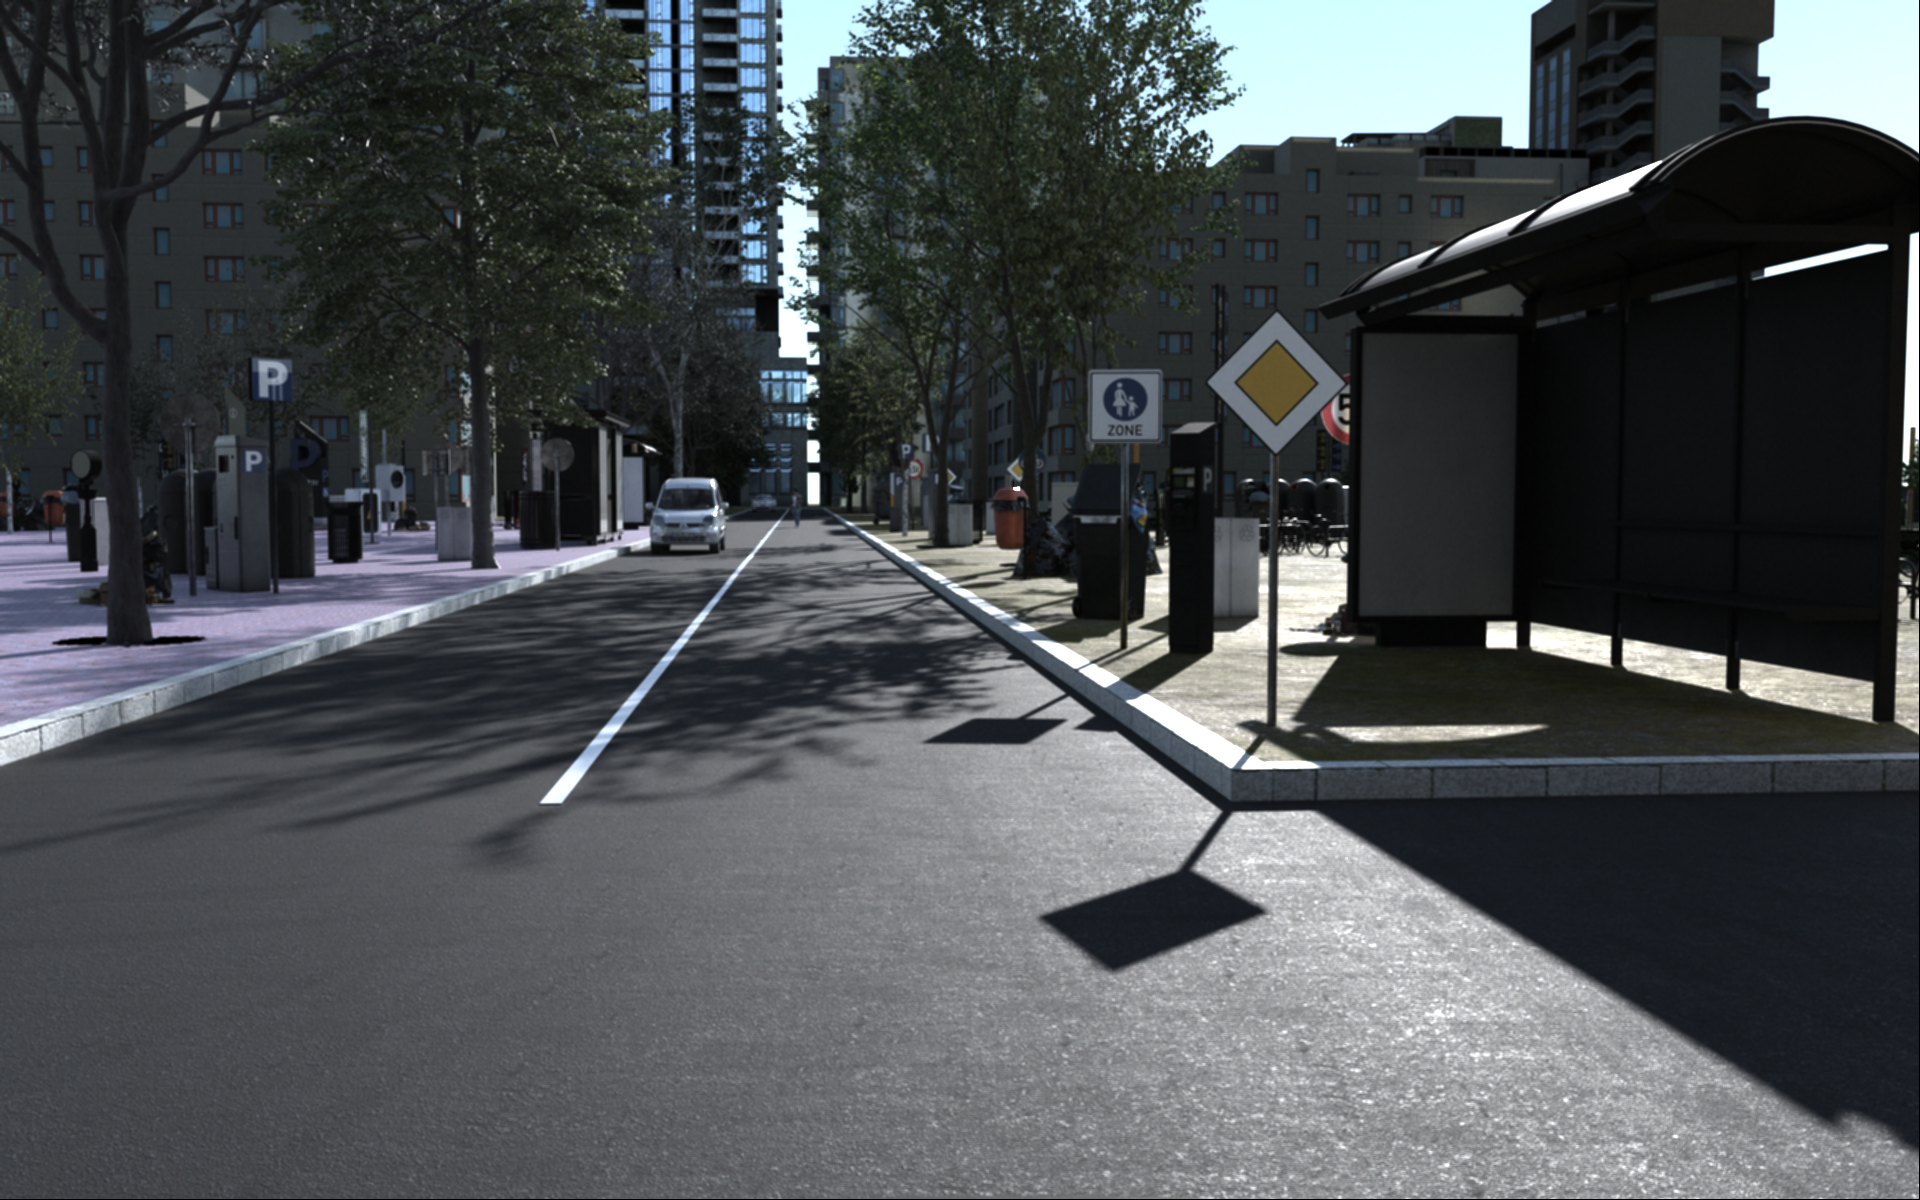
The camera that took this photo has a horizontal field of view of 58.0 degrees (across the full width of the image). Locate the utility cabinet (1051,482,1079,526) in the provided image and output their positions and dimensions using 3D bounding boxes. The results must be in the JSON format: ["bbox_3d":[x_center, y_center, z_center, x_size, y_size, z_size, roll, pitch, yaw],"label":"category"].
[{"bbox_3d":[2.213,-1.444,32.287,0.318,1.500,1.173,-3,4,-39],"label":"utility cabinet"}]

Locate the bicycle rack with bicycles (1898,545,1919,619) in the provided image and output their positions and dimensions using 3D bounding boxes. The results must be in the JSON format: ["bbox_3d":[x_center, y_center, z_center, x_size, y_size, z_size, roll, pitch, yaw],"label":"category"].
[{"bbox_3d":[8.708,-0.310,18.449,2.852,0.926,2.925,-1,4,-20],"label":"bicycle rack with bicycles"}]

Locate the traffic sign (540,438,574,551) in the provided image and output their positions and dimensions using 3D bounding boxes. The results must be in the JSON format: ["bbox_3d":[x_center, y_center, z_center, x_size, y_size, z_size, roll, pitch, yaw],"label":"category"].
[{"bbox_3d":[-9.144,-2.398,39.318,0.768,2.556,0.104,0,4,-1],"label":"traffic sign"}]

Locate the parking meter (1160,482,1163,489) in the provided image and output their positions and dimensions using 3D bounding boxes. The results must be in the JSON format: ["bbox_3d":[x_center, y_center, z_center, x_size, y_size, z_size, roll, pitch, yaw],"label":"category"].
[{"bbox_3d":[9.456,-4.574,80.496,0.255,1.863,0.399,2,4,31],"label":"parking meter"}]

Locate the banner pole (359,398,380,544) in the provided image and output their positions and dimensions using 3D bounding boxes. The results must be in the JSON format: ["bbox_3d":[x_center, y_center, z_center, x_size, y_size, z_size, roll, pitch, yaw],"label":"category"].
[{"bbox_3d":[-15.438,-3.368,45.091,0.401,3.779,0.863,-3,5,-43],"label":"banner pole"}]

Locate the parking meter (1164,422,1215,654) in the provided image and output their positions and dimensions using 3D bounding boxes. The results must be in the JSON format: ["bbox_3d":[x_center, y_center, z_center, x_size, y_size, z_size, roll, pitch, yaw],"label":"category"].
[{"bbox_3d":[1.876,-0.508,14.015,0.255,1.863,0.399,2,4,32],"label":"parking meter"}]

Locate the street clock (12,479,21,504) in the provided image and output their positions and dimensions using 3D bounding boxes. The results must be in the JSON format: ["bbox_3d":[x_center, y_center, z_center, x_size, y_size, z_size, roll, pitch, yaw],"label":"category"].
[{"bbox_3d":[-39.705,-4.180,72.905,0.358,2.002,0.471,-1,4,-16],"label":"street clock"}]

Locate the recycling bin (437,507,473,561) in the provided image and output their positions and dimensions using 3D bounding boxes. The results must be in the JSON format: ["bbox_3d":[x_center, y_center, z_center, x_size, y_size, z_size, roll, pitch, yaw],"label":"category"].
[{"bbox_3d":[-9.657,-1.287,33.590,0.722,1.027,0.722,1,4,9],"label":"recycling bin"}]

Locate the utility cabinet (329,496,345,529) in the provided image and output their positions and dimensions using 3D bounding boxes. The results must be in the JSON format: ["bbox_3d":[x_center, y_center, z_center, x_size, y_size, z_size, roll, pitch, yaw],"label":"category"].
[{"bbox_3d":[-23.143,-3.267,64.571,1.020,1.237,0.306,2,4,26],"label":"utility cabinet"}]

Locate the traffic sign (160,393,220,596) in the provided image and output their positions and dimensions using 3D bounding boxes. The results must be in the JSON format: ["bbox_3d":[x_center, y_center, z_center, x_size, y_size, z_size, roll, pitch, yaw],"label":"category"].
[{"bbox_3d":[-9.691,-1.327,21.808,0.768,2.556,0.104,0,4,1],"label":"traffic sign"}]

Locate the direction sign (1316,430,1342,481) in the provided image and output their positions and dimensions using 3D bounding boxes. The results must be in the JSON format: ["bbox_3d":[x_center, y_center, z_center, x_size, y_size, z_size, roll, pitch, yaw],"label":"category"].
[{"bbox_3d":[12.944,-4.209,60.817,0.876,3.537,0.379,0,4,-1],"label":"direction sign"}]

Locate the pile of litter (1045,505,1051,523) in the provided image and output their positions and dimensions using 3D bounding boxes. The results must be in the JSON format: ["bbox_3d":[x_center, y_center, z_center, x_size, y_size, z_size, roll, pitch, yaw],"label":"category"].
[{"bbox_3d":[4.095,-3.531,71.702,1.176,0.858,1.719,2,4,34],"label":"pile of litter"}]

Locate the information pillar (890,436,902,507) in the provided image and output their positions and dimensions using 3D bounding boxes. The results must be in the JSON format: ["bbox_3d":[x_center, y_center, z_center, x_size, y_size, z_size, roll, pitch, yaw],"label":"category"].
[{"bbox_3d":[-2.470,-4.660,67.549,0.504,3.616,0.183,-1,4,-17],"label":"information pillar"}]

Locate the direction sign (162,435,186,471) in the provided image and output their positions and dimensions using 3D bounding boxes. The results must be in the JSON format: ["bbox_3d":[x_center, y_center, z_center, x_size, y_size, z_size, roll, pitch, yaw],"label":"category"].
[{"bbox_3d":[-26.195,-4.035,57.973,0.876,3.537,0.379,-1,4,-21],"label":"direction sign"}]

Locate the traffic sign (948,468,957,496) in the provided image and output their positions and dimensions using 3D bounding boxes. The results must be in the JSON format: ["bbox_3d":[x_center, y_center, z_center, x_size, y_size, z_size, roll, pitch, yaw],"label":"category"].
[{"bbox_3d":[-0.531,-4.636,76.988,0.795,2.450,0.064,0,4,-4],"label":"traffic sign"}]

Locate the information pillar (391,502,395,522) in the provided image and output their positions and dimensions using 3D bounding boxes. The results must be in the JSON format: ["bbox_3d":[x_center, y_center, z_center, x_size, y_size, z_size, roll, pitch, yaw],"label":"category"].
[{"bbox_3d":[-26.435,-4.646,80.447,0.304,2.012,0.304,-3,5,-41],"label":"information pillar"}]

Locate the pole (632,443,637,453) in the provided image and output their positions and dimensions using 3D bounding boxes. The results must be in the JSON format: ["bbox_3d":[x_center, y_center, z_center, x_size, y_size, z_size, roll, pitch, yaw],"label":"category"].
[{"bbox_3d":[-12.780,-4.539,68.054,0.158,3.312,0.155,0,3,0],"label":"pole"}]

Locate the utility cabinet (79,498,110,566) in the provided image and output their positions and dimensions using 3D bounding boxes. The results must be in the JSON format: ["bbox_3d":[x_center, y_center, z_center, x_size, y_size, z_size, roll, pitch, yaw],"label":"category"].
[{"bbox_3d":[-15.392,-1.228,31.234,0.306,1.237,1.020,1,4,10],"label":"utility cabinet"}]

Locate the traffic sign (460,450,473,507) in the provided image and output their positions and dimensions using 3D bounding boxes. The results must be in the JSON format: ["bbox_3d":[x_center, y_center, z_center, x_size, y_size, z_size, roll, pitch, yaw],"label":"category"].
[{"bbox_3d":[-12.874,-2.787,45.673,0.768,2.556,0.104,0,4,-1],"label":"traffic sign"}]

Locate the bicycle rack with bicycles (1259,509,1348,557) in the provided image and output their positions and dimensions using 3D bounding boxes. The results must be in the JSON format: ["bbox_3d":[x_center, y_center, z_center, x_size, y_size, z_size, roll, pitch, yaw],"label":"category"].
[{"bbox_3d":[7.259,-1.425,36.681,2.852,0.926,2.925,3,5,44],"label":"bicycle rack with bicycles"}]

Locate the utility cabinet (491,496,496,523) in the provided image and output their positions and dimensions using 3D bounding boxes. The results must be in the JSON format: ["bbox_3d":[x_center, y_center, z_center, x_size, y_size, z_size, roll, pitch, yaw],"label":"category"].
[{"bbox_3d":[-21.092,-4.073,77.749,0.306,1.237,1.020,0,4,-3],"label":"utility cabinet"}]

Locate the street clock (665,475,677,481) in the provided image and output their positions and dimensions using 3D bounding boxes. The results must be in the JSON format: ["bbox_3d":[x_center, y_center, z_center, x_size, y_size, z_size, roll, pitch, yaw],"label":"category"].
[{"bbox_3d":[-10.860,-3.706,65.170,0.471,2.002,0.358,3,4,38],"label":"street clock"}]

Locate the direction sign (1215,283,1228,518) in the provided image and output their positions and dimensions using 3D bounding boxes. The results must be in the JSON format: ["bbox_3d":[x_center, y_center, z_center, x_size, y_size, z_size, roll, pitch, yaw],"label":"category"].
[{"bbox_3d":[2.878,-1.659,19.123,0.379,3.537,0.876,1,4,15],"label":"direction sign"}]

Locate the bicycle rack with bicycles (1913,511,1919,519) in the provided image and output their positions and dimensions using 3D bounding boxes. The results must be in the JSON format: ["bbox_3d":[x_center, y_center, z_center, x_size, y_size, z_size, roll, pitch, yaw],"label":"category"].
[{"bbox_3d":[38.109,-3.283,67.057,2.852,0.926,2.925,0,4,0],"label":"bicycle rack with bicycles"}]

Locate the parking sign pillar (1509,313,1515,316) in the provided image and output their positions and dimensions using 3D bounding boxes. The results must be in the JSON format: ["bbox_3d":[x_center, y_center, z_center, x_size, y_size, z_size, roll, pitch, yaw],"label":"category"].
[{"bbox_3d":[7.760,-2.318,26.365,1.447,3.967,1.447,2,4,29],"label":"parking sign pillar"}]

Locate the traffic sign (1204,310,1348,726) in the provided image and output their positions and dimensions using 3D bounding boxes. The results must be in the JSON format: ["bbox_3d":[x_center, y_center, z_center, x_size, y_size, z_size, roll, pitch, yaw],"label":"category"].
[{"bbox_3d":[1.725,-0.360,9.537,0.795,2.450,0.064,0,4,-5],"label":"traffic sign"}]

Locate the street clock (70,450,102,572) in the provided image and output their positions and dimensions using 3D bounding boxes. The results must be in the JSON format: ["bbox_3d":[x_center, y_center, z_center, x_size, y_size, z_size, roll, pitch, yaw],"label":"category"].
[{"bbox_3d":[-14.440,-1.474,28.667,0.471,2.002,0.358,2,4,23],"label":"street clock"}]

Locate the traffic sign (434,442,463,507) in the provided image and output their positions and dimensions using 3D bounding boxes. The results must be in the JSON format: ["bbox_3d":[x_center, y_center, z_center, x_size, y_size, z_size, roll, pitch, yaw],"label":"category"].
[{"bbox_3d":[-12.445,-2.565,42.038,0.768,2.556,0.104,0,4,-3],"label":"traffic sign"}]

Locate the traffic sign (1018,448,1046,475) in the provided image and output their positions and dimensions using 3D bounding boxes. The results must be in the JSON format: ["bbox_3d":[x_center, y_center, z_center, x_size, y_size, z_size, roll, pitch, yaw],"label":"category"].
[{"bbox_3d":[1.942,-2.855,46.787,0.768,2.556,0.104,0,4,-5],"label":"traffic sign"}]

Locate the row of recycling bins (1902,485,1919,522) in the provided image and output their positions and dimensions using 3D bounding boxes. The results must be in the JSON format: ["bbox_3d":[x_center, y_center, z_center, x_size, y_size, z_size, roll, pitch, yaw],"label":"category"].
[{"bbox_3d":[43.997,-4.432,79.574,1.069,1.692,3.534,0,4,-4],"label":"row of recycling bins"}]

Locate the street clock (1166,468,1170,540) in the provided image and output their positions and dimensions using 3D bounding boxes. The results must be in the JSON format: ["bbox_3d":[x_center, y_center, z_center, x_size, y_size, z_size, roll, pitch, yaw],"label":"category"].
[{"bbox_3d":[5.882,-2.647,47.853,0.358,2.002,0.471,-1,4,-16],"label":"street clock"}]

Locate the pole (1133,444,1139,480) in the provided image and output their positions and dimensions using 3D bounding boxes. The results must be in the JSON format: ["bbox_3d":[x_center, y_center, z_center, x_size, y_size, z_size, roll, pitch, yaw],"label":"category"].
[{"bbox_3d":[5.471,-3.669,53.837,0.158,3.312,0.155,0,3,0],"label":"pole"}]

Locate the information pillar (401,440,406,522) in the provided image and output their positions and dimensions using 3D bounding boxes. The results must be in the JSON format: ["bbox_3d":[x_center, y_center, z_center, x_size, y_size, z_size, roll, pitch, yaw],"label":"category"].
[{"bbox_3d":[-24.211,-5.137,75.338,0.183,3.616,0.504,-2,4,-26],"label":"information pillar"}]

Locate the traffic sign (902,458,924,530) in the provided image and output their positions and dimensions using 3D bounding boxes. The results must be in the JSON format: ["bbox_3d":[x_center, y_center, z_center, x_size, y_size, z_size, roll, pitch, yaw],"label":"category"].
[{"bbox_3d":[-1.668,-3.744,61.318,0.768,2.556,0.104,0,4,1],"label":"traffic sign"}]

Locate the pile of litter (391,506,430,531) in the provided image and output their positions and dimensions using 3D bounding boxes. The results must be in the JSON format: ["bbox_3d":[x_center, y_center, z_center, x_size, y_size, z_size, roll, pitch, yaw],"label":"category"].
[{"bbox_3d":[-19.161,-2.869,60.869,1.719,0.858,1.176,-2,4,-30],"label":"pile of litter"}]

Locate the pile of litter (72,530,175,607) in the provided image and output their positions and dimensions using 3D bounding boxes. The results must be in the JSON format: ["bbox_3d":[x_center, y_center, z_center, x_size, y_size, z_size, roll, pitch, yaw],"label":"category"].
[{"bbox_3d":[-9.822,-0.392,20.379,1.176,0.858,1.719,-1,4,-10],"label":"pile of litter"}]

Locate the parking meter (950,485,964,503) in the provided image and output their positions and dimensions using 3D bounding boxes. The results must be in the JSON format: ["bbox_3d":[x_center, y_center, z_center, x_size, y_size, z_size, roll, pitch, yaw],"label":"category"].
[{"bbox_3d":[-0.086,-2.417,47.921,0.372,1.533,0.369,0,3,0],"label":"parking meter"}]

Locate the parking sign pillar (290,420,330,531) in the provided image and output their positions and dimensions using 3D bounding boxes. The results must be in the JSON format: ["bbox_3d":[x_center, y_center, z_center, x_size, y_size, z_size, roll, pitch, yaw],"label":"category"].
[{"bbox_3d":[-22.865,-4.429,60.879,1.447,3.967,1.447,1,4,16],"label":"parking sign pillar"}]

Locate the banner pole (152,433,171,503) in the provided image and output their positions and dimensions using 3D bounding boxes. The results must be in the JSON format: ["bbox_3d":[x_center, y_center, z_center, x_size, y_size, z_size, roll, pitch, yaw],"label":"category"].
[{"bbox_3d":[-32.599,-4.933,70.676,0.863,3.779,0.401,-2,4,-32],"label":"banner pole"}]

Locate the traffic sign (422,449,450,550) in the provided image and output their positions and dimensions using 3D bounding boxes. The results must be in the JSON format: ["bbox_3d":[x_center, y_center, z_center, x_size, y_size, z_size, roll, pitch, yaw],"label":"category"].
[{"bbox_3d":[-11.952,-2.288,39.534,0.606,2.300,0.079,0,4,-3],"label":"traffic sign"}]

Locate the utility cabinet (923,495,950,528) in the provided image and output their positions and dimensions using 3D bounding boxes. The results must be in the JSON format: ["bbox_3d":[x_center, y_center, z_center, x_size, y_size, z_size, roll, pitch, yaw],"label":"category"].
[{"bbox_3d":[-0.882,-3.260,64.459,1.020,1.237,0.306,3,4,36],"label":"utility cabinet"}]

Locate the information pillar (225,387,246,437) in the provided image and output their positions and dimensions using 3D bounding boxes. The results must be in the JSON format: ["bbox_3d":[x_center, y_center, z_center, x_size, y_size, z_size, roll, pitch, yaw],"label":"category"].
[{"bbox_3d":[-15.959,-2.864,38.189,0.183,3.616,0.504,2,4,25],"label":"information pillar"}]

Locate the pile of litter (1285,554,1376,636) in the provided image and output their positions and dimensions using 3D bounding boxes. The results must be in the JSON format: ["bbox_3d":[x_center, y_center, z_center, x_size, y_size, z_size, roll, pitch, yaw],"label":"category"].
[{"bbox_3d":[3.904,-0.123,15.972,1.176,0.858,1.719,-3,4,-38],"label":"pile of litter"}]

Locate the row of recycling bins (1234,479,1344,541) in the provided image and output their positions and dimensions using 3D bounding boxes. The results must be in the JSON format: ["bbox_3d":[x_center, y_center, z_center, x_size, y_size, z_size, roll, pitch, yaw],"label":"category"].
[{"bbox_3d":[9.272,-2.553,48.850,3.534,1.692,1.069,3,5,44],"label":"row of recycling bins"}]

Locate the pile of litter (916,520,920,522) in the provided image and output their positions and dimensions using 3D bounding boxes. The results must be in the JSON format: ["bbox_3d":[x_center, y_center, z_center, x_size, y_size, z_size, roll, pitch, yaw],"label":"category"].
[{"bbox_3d":[-1.303,-4.022,79.730,1.176,0.858,1.719,-2,4,-32],"label":"pile of litter"}]

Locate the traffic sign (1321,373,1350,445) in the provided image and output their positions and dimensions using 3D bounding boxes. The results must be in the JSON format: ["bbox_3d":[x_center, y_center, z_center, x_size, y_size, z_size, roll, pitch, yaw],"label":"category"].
[{"bbox_3d":[4.166,-1.110,18.249,0.768,2.556,0.104,0,4,0],"label":"traffic sign"}]

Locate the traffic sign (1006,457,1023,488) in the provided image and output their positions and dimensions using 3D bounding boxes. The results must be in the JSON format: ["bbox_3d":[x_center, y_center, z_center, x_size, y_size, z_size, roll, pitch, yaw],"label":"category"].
[{"bbox_3d":[1.809,-3.163,52.907,0.795,2.450,0.064,0,4,1],"label":"traffic sign"}]

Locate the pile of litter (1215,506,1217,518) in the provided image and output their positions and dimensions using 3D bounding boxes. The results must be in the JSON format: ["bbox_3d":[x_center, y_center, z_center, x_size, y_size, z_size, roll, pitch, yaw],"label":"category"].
[{"bbox_3d":[9.712,-3.320,68.253,1.719,0.858,1.176,-3,4,-38],"label":"pile of litter"}]

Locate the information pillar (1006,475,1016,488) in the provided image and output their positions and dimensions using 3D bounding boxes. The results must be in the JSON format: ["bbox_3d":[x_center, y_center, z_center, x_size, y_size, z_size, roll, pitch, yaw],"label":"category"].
[{"bbox_3d":[1.992,-3.851,67.456,0.304,2.012,0.304,-3,5,-39],"label":"information pillar"}]

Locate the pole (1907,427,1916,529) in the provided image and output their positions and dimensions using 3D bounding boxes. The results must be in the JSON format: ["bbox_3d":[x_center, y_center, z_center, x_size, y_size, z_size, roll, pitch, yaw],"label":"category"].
[{"bbox_3d":[28.897,-3.595,52.615,0.158,3.312,0.155,0,3,0],"label":"pole"}]

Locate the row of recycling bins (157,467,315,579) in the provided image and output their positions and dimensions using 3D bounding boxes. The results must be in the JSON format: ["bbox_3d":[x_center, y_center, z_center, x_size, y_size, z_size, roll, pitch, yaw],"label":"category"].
[{"bbox_3d":[-11.477,-1.238,27.350,3.534,1.692,1.069,2,4,35],"label":"row of recycling bins"}]

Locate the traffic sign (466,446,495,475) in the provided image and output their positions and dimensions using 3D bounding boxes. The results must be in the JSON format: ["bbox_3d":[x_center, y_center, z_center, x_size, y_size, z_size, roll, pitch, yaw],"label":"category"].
[{"bbox_3d":[-10.187,-2.120,36.798,0.606,2.300,0.079,0,4,1],"label":"traffic sign"}]

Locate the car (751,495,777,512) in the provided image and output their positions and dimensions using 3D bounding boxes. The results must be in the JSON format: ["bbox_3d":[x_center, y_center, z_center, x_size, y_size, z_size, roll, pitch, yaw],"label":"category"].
[{"bbox_3d":[-15.854,-7.813,140.101,2.083,1.381,4.827,0,4,-3],"label":"car"}]

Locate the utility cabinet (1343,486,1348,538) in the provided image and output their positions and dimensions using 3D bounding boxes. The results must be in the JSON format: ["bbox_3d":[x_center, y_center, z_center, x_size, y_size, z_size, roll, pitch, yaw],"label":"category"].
[{"bbox_3d":[11.489,-2.515,49.793,1.173,1.500,0.318,0,4,5],"label":"utility cabinet"}]

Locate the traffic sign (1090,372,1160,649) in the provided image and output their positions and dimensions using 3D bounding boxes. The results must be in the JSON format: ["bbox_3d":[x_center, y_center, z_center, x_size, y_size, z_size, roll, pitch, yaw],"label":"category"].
[{"bbox_3d":[1.360,-0.746,14.323,0.606,2.300,0.079,0,4,4],"label":"traffic sign"}]

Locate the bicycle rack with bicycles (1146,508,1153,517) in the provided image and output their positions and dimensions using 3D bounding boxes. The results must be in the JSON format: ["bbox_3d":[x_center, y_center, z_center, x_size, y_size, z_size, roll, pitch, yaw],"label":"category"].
[{"bbox_3d":[7.417,-4.241,82.730,2.852,0.926,2.925,-3,4,-37],"label":"bicycle rack with bicycles"}]
